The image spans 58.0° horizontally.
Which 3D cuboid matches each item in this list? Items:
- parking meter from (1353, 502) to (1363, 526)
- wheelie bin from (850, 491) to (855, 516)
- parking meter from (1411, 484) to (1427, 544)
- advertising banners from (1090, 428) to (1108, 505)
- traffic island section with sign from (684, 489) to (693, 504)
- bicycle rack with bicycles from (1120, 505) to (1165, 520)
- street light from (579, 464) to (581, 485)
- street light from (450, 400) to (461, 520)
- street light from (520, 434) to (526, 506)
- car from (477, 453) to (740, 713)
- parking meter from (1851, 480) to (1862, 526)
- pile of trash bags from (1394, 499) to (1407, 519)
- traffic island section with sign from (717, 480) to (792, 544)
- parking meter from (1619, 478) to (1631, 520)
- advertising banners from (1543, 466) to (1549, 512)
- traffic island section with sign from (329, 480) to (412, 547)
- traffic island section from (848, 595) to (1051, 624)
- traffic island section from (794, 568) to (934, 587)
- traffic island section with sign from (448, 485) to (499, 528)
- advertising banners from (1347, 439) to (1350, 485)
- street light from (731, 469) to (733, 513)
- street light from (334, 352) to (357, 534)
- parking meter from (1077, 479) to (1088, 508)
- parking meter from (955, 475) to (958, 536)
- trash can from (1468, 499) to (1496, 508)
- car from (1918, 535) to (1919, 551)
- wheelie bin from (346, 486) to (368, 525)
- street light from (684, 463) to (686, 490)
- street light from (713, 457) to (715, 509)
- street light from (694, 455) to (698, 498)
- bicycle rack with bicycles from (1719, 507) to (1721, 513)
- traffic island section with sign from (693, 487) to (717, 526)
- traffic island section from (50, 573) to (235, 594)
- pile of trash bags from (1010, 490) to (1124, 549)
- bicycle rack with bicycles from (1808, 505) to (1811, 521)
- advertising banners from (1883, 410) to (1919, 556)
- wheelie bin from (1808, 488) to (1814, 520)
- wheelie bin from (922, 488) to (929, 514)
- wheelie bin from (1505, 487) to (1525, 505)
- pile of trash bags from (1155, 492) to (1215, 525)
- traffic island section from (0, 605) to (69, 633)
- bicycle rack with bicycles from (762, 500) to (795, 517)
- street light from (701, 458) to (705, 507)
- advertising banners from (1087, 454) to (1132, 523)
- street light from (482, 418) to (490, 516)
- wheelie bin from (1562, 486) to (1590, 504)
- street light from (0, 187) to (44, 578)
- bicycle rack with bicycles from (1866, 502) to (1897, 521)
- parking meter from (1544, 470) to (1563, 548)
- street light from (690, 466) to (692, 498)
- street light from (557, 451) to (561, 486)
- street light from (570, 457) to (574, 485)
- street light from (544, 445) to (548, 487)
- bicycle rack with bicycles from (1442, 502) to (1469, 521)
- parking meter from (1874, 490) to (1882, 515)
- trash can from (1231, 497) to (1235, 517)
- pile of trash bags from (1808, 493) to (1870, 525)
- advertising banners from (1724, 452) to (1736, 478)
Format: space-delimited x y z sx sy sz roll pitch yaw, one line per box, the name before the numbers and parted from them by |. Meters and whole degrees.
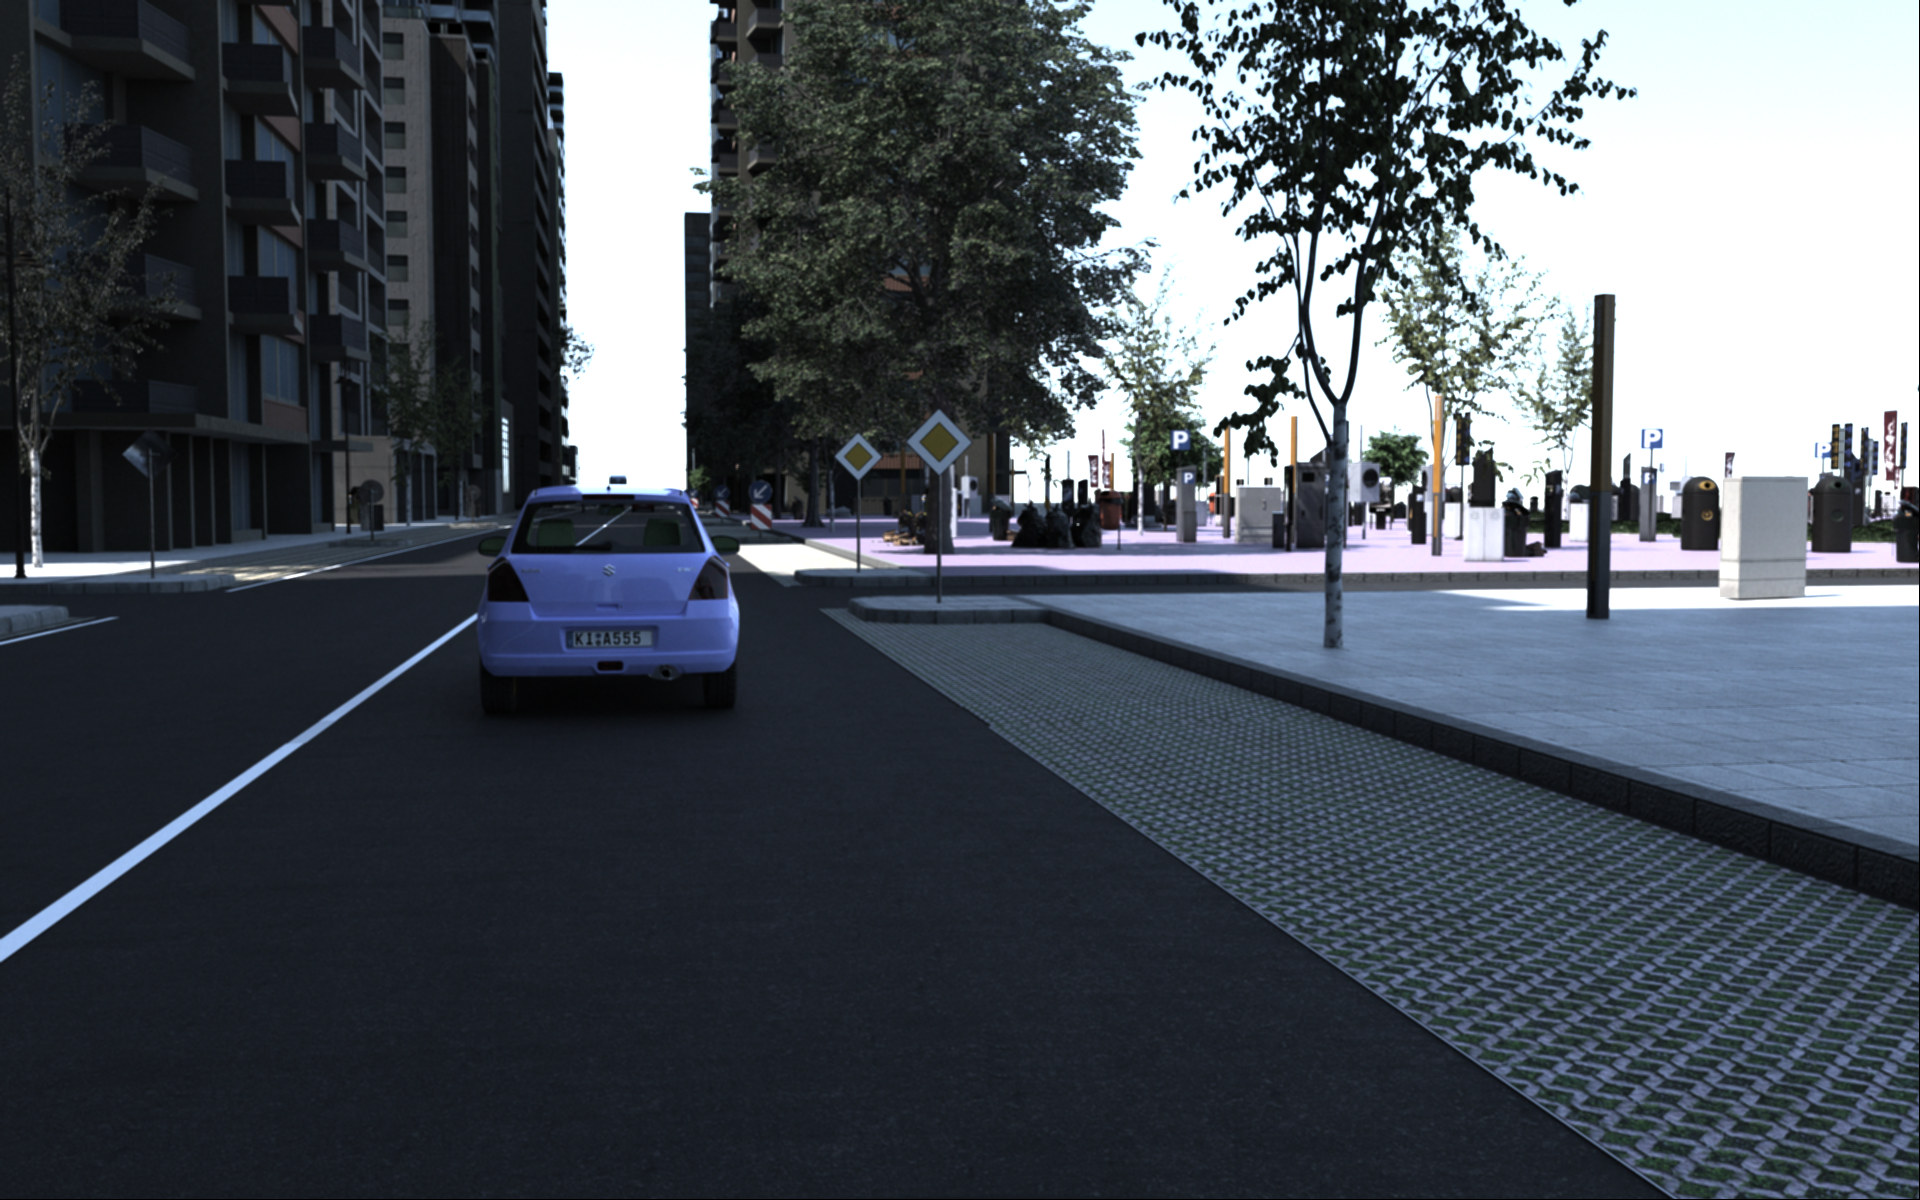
parking meter | 16.169 -3.786 70.308 0.372 1.533 0.369 0 3 0
wheelie bin | -6.650 -5.854 103.613 0.693 1.594 0.980 0 4 -6
parking meter | 11.724 -2.190 44.220 0.372 1.533 0.369 0 3 0
advertising banners | 3.772 -3.102 46.912 0.090 3.025 2.074 0 4 -2
traffic island section with sign | -19.583 -7.215 126.587 1.989 1.847 2.006 -1 4 -10
bicycle rack with bicycles | 9.384 -4.352 84.540 2.925 0.926 2.852 3 5 41
street light | -53.363 -16.555 243.459 0.468 5.910 1.993 -1 4 -10
street light | -24.875 -6.889 85.426 0.468 5.910 1.993 -1 4 -10
street light | -33.105 -9.685 131.135 0.468 5.910 1.993 -1 4 -10
car | -2.569 -0.193 12.740 1.945 1.707 3.694 -1 4 -11
parking meter | 36.222 -3.933 70.023 0.399 1.863 0.255 0 4 7
pile of trash bags | 22.998 -4.876 89.478 3.447 1.369 1.912 -1 4 -21
traffic island section with sign | -5.995 -2.577 50.755 1.989 1.847 2.006 -1 4 -10
parking meter | 24.373 -3.534 63.495 0.255 1.863 0.399 -1 4 -11
advertising banners | 33.430 -6.274 98.770 0.090 3.025 2.074 1 4 14
traffic island section with sign | -16.088 -2.369 47.364 1.989 1.847 2.006 -1 4 -10
traffic island section | -0.227 0.115 20.409 2.009 0.180 2.903 -1 4 -10
traffic island section | -1.634 -0.366 28.269 2.009 0.180 2.903 -1 4 -10
traffic island section with sign | -20.973 -4.039 74.661 1.989 1.847 2.006 -1 4 -10
advertising banners | 12.018 -3.549 54.210 0.090 3.025 2.074 1 4 23
street light | -15.450 -8.830 117.164 0.468 5.910 1.993 -1 4 -10
street light | -19.796 -5.084 55.909 0.468 5.910 1.993 -1 4 -10
parking meter | 4.743 -3.745 66.935 0.255 1.863 0.399 -3 5 -41
parking meter | -0.285 -2.862 52.508 0.399 1.863 0.255 3 5 40
trash can | 13.813 -2.092 45.854 0.748 1.137 0.748 0 3 0
car | 18.519 -1.209 28.439 5.304 1.827 2.281 -1 4 -11
wheelie bin | -25.075 -3.931 72.173 0.693 1.594 0.980 1 4 16
street light | -41.089 -17.526 259.331 0.468 5.910 1.993 -1 4 -10
street light | -20.986 -10.697 147.679 0.468 5.910 1.993 -1 4 -10
street light | -30.341 -13.873 199.604 0.468 5.910 1.993 -1 4 -10
bicycle rack with bicycles | 38.395 -4.522 87.310 2.925 0.926 2.852 2 4 32
traffic island section with sign | -10.755 -4.199 77.289 1.989 1.847 2.006 -1 4 -10
traffic island section | -12.307 -0.250 26.371 2.009 0.180 2.903 -1 4 -10
pile of trash bags | 2.737 -1.926 41.241 1.912 1.369 3.447 -2 4 -33
bicycle rack with bicycles | 42.042 -4.692 90.089 2.925 0.926 2.852 -1 4 -21
advertising banners | 19.394 -2.397 35.379 0.090 3.025 2.074 0 4 -1
wheelie bin | 41.641 -4.683 84.474 0.980 1.594 0.693 -3 4 -38
wheelie bin | -1.379 -4.771 85.918 0.980 1.594 0.693 -2 4 -24
wheelie bin | 24.799 -4.255 77.469 0.693 1.594 0.980 3 4 36
pile of trash bags | 9.440 -3.806 71.975 3.447 1.369 1.912 -2 4 -28
traffic island section | -10.900 0.231 18.510 2.009 0.180 2.903 -1 4 -10
bicycle rack with bicycles | -10.204 -5.227 98.851 2.852 0.926 2.925 0 4 -7
street light | -26.258 -12.509 177.310 0.468 5.910 1.993 -1 4 -10
advertising banners | 6.645 -4.912 76.494 2.074 3.025 0.090 0 4 1
street light | -27.770 -7.872 101.496 0.468 5.910 1.993 -1 4 -10
wheelie bin | 23.330 -3.491 64.983 0.980 1.594 0.693 -1 4 -16
street light | -14.325 -3.269 26.231 0.468 5.910 1.993 -1 4 -10
bicycle rack with bicycles | 40.053 -3.858 76.461 2.925 0.926 2.852 0 4 0
parking meter | 14.226 -2.192 41.548 0.399 1.863 0.255 -3 4 -37
street light | -35.577 -15.676 229.093 0.468 5.910 1.993 -1 4 -10
street light | -42.393 -12.878 183.350 0.468 5.910 1.993 -1 4 -10
street light | -47.844 -14.712 213.330 0.468 5.910 1.993 -1 4 -10
street light | -38.389 -11.499 160.797 0.468 5.910 1.993 -1 4 -10
bicycle rack with bicycles | 23.064 -4.154 81.303 2.925 0.926 2.852 -2 4 -32
parking meter | 51.443 -5.420 97.030 0.372 1.533 0.369 0 3 0
trash can | 15.023 -5.191 96.522 0.748 1.137 0.748 0 3 0
pile of trash bags | 36.388 -3.839 72.520 1.912 1.369 3.447 -1 4 -18
advertising banners | 31.073 -4.603 71.440 2.074 3.025 0.090 -1 4 -14
